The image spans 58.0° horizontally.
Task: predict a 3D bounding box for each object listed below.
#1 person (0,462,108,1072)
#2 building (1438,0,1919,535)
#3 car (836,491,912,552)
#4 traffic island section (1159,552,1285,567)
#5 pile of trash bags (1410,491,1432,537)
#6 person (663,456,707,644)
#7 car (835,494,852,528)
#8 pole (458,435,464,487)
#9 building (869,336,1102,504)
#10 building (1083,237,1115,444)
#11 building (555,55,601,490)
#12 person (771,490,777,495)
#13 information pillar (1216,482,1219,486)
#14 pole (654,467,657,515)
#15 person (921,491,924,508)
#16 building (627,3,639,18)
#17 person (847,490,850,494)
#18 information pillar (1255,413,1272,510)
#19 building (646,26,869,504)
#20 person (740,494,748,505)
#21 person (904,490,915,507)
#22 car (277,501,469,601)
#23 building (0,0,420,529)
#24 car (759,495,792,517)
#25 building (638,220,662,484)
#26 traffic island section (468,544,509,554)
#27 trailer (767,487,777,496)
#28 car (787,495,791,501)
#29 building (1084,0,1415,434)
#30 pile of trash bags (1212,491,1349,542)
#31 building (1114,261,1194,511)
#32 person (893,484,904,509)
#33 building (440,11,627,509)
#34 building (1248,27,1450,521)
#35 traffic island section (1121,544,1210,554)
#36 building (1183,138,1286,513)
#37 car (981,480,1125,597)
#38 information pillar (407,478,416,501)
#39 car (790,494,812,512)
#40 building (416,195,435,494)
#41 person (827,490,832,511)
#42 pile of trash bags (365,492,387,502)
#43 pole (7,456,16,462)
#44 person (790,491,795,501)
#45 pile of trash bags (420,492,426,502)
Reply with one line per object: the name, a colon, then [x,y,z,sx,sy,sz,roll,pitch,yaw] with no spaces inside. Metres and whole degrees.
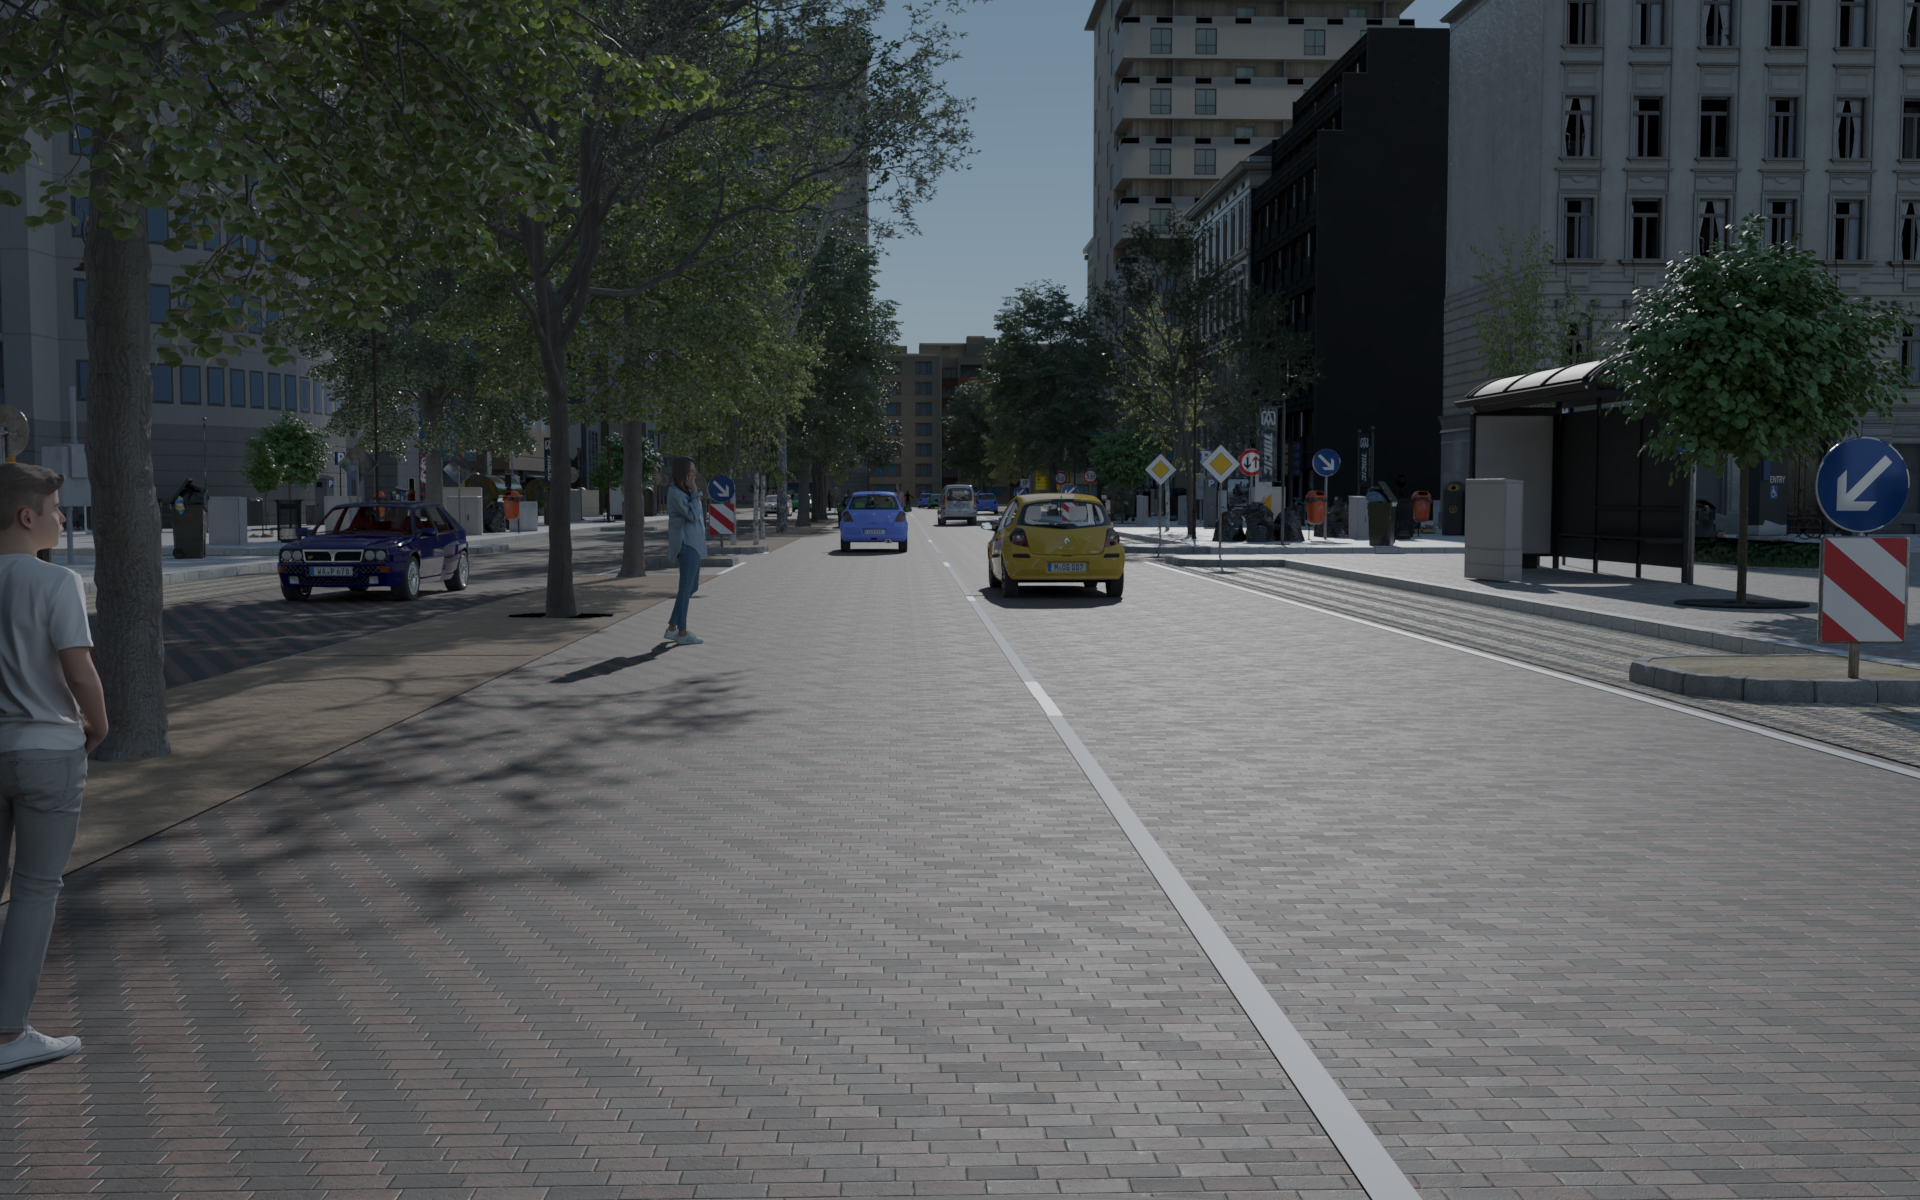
person: [-2.422,0.412,4.359,0.503,1.515,0.523,-2,4,-27]
building: [26.752,-12.835,59.008,18.267,20.994,9.793,0,4,-2]
car: [-2.180,-2.103,43.970,1.945,1.707,3.694,0,4,-3]
traffic island section: [5.290,-0.786,35.135,2.009,0.180,2.903,0,4,-2]
pile of trash bags: [12.379,-2.570,51.779,3.447,1.369,1.912,0,4,-1]
person: [-2.647,-0.478,16.573,0.793,1.790,0.793,-3,4,-36]
car: [-4.427,-4.010,75.350,2.009,1.686,4.222,0,4,-3]
pole: [-17.278,-4.051,60.071,0.158,3.312,0.155,0,3,0]
building: [2.729,-23.360,226.972,28.899,21.520,27.650,0,4,-2]
building: [29.401,-32.862,229.179,23.993,40.220,32.217,0,4,-2]
building: [-39.336,-50.005,130.253,22.319,86.520,31.000,0,4,-2]
person: [-13.194,-6.989,123.494,1.217,1.743,0.721,2,4,29]
information pillar: [15.070,-5.951,101.791,0.304,2.012,0.304,3,5,41]
pole: [-18.595,-6.840,105.676,0.158,3.312,0.155,0,3,0]
person: [-3.896,-10.481,180.411,0.434,1.755,0.990,1,4,11]
building: [-50.082,-47.826,220.211,20.611,71.187,20.563,0,4,-2]
person: [-11.866,-10.796,184.953,0.705,1.831,1.348,0,4,5]
information pillar: [8.750,-3.588,50.012,0.504,3.616,0.183,0,4,7]
building: [-25.696,-41.575,221.750,28.212,58.520,21.231,0,4,-2]
person: [-24.445,-11.264,195.893,0.991,1.433,0.599,-3,4,-38]
person: [-4.169,-7.925,138.902,1.217,1.723,0.721,1,4,15]
car: [-8.214,-0.727,24.470,1.945,1.354,3.894,0,4,-1]
building: [-38.090,-32.547,74.135,21.231,58.520,28.212,0,4,-2]
car: [-11.711,-5.995,110.374,2.083,1.381,4.827,0,4,-2]
building: [-37.753,-24.672,175.082,14.107,30.474,14.160,0,4,-2]
traffic island section: [-12.280,-1.236,42.493,2.009,0.180,2.903,0,4,-2]
trailer: [-16.158,-8.712,149.485,1.471,1.999,3.904,0,4,-4]
car: [-16.529,-9.147,161.918,2.083,1.381,4.827,0,4,-3]
building: [27.814,-35.484,169.402,28.713,52.752,27.495,0,4,-2]
pile of trash bags: [8.682,-2.302,47.391,3.447,1.369,1.912,-2,4,-32]
building: [28.234,-18.175,142.208,27.650,21.520,28.899,0,4,-2]
person: [-2.405,-3.533,66.279,0.555,1.821,0.388,-1,4,-19]
building: [-37.253,-30.839,154.321,14.600,45.320,14.200,0,4,-2]
building: [22.910,-15.972,90.816,12.332,23.373,15.834,0,4,-2]
traffic island section: [5.000,-1.274,43.115,2.009,0.180,2.903,0,4,-2]
building: [20.967,-17.109,108.609,11.050,23.489,19.941,0,4,-2]
car: [1.350,-0.935,25.513,2.015,1.641,3.980,0,4,-3]
information pillar: [-24.497,-4.457,77.364,0.304,2.012,0.304,-2,4,-25]
car: [-12.529,-7.882,137.662,1.959,1.807,4.718,0,4,-2]
building: [-32.721,-27.755,103.904,14.600,45.320,14.200,0,4,-2]
person: [-11.042,-8.407,146.089,0.705,1.807,1.348,1,4,19]
pile of trash bags: [-21.482,-3.344,64.420,1.912,1.369,3.447,-1,4,-15]
pole: [-24.831,-3.150,45.353,0.158,3.312,0.155,0,3,0]
person: [-14.945,-8.860,153.880,0.721,1.766,1.217,-2,4,-23]
pile of trash bags: [-29.994,-5.294,96.313,1.912,1.369,3.447,-1,4,-15]
